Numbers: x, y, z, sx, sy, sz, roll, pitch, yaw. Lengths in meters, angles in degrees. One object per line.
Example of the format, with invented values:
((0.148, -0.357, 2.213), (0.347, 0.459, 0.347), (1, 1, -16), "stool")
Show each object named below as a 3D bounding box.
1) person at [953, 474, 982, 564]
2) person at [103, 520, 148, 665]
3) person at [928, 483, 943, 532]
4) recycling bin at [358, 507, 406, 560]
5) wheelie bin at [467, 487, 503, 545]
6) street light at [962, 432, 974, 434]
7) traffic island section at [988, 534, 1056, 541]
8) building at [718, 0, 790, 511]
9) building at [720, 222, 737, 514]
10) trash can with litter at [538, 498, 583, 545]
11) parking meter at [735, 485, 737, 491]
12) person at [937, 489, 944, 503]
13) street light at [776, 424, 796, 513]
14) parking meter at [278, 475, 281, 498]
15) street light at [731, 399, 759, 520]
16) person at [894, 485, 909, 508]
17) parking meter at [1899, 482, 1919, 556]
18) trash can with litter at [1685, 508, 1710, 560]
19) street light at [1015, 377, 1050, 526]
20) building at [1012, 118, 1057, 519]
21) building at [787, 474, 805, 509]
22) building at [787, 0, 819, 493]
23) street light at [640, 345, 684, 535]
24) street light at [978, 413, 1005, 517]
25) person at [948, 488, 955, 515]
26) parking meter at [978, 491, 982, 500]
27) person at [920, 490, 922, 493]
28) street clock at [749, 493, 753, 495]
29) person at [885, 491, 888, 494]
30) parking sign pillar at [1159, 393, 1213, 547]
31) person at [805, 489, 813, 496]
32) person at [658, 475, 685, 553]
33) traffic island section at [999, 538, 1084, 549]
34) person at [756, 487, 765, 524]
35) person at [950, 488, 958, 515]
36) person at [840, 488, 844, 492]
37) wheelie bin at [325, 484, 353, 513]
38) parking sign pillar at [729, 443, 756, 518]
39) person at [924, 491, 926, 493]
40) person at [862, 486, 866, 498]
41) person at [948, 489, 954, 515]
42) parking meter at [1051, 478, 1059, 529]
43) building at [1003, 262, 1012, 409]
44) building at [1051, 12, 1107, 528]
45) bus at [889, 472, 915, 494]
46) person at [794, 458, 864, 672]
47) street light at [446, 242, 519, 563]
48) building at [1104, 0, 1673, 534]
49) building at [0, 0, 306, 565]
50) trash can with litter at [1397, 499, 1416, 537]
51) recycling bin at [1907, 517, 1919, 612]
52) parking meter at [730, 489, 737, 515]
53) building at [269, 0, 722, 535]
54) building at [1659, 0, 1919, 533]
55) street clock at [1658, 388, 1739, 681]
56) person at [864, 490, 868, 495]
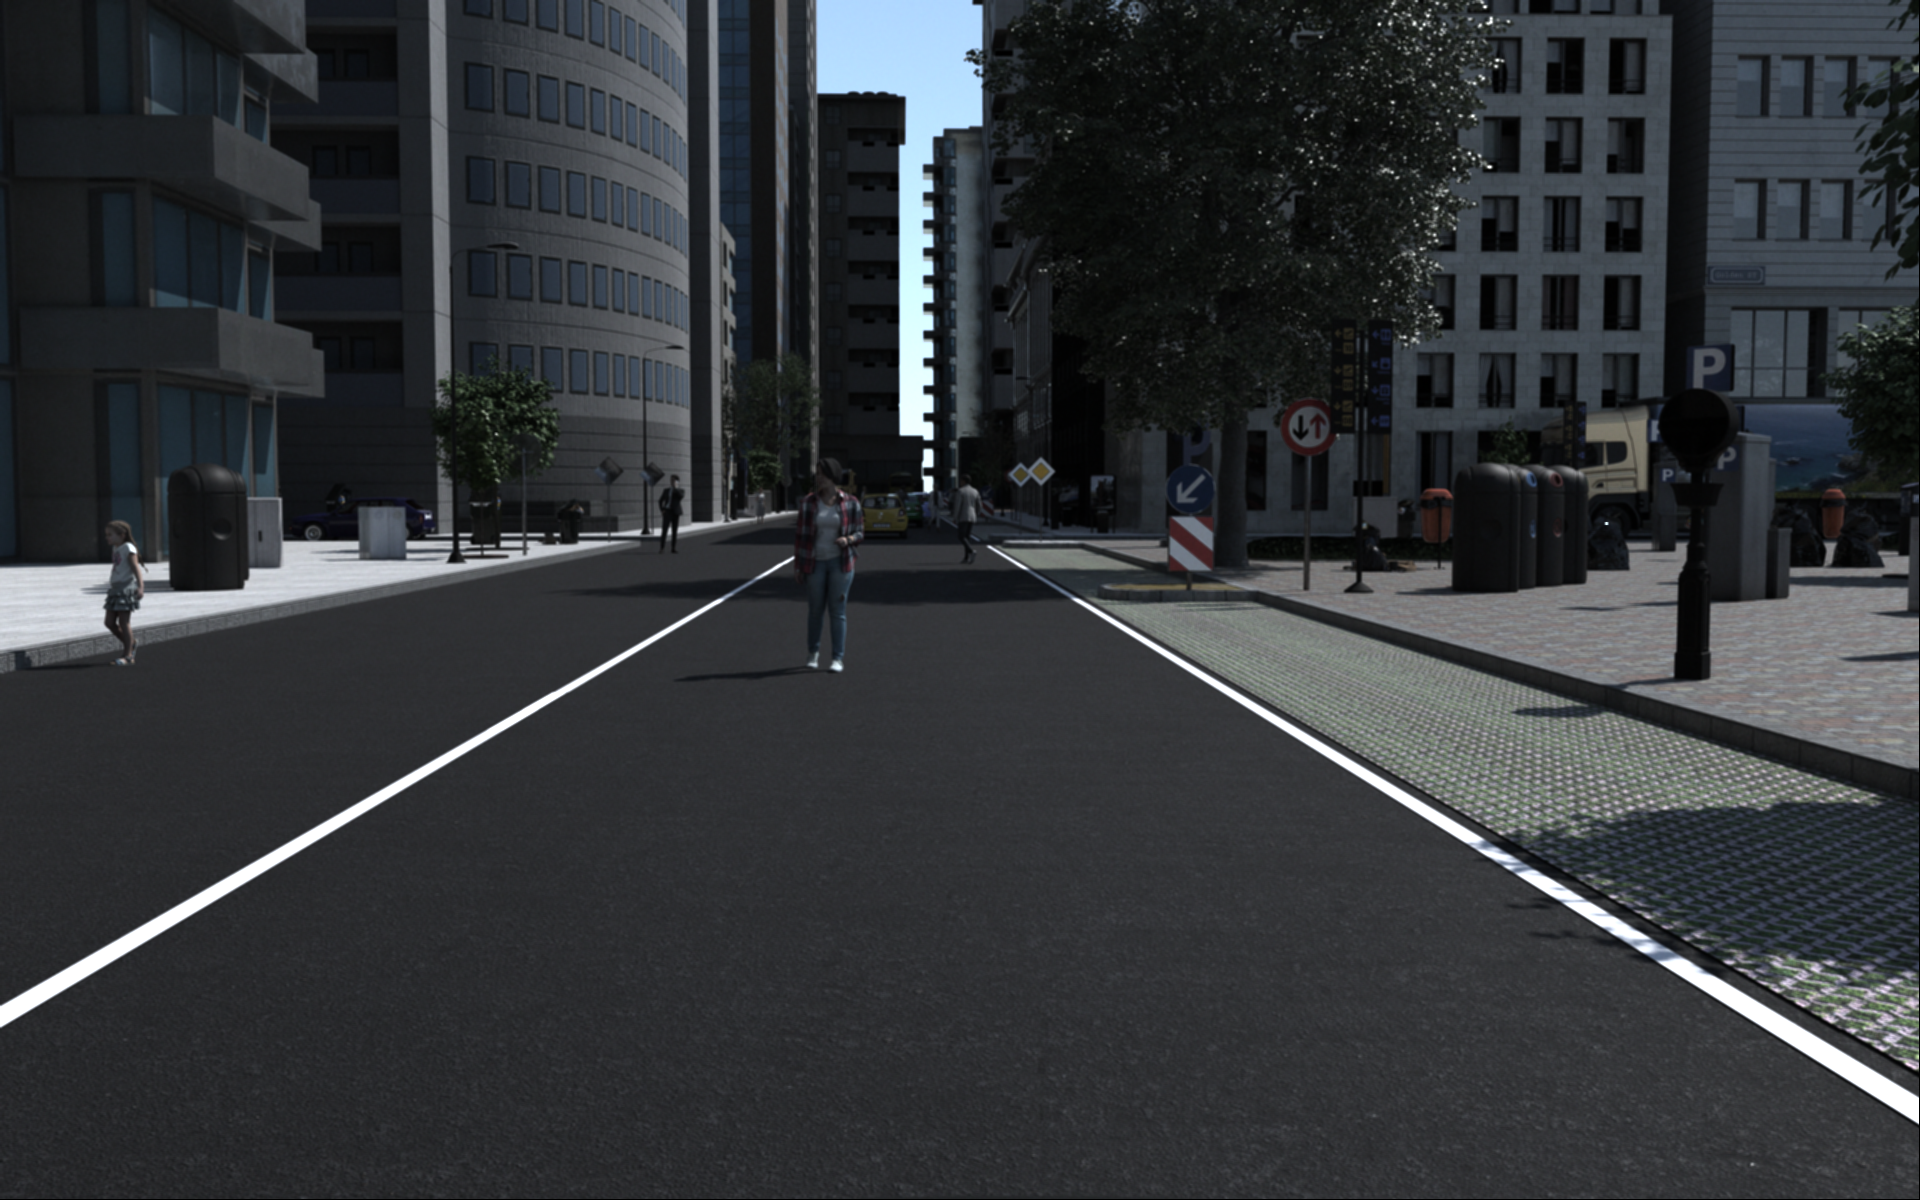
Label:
((0.186, -1.675, 35.734), (0.661, 1.843, 0.795), (-3, 4, -36), "person")
((-6.965, -0.064, 14.561), (0.505, 1.210, 0.382), (3, 4, 36), "person")
((-0.952, -3.494, 65.501), (0.514, 1.842, 0.818), (-2, 4, -28), "person")
((-11.384, -1.320, 34.128), (0.722, 1.027, 0.722), (-3, 4, -37), "recycling bin")
((-12.071, -2.211, 44.056), (0.980, 1.594, 0.693), (1, 4, 12), "wheelie bin")
((0.846, -9.590, 129.332), (1.470, 5.913, 1.316), (0, 4, -2), "street light")
((1.923, -1.966, 54.424), (2.009, 0.180, 2.903), (0, 4, -2), "traffic island section")
((-20.762, -29.674, 135.286), (14.600, 45.320, 14.200), (0, 4, -2), "building")
((-28.734, -15.842, 104.055), (27.650, 21.520, 28.899), (0, 4, -2), "building")
((-10.172, -2.002, 44.122), (1.055, 1.170, 0.624), (-2, 4, -33), "trash can with litter")
((-13.728, -6.160, 106.421), (0.399, 1.863, 0.255), (1, 4, 13), "parking meter")
((-1.508, -6.744, 119.043), (0.678, 1.792, 0.850), (-2, 4, -30), "person")
((-11.547, -8.704, 114.853), (1.470, 5.913, 1.316), (0, 4, -2), "street light")
((-17.712, -2.380, 44.629), (0.399, 1.863, 0.255), (-1, 4, -12), "parking meter")
((-10.487, -6.849, 84.514), (1.470, 5.913, 1.316), (0, 4, -2), "street light")
((-2.355, -3.693, 69.054), (0.592, 1.802, 0.473), (3, 5, 39), "person")
((19.832, -1.697, 36.161), (0.372, 1.533, 0.369), (0, 3, 0), "parking meter")
((10.914, -0.856, 25.382), (0.624, 1.170, 1.055), (1, 4, 18), "trash can with litter")
((2.870, -5.878, 68.651), (1.470, 5.913, 1.316), (0, 4, -2), "street light")
((10.360, -15.387, 93.376), (13.314, 21.916, 24.055), (0, 4, -2), "building")
((-30.338, -28.290, 154.422), (32.217, 40.220, 23.993), (0, 4, -2), "building")
((-26.560, -46.144, 192.709), (20.611, 71.187, 20.563), (0, 4, -2), "building")
((-9.313, -4.993, 54.179), (1.470, 5.913, 1.316), (0, 4, -2), "street light")
((1.896, -7.734, 98.993), (1.470, 5.913, 1.316), (0, 4, -2), "street light")
((-0.500, -6.677, 117.767), (0.767, 1.812, 0.694), (0, 4, -7), "person")
((1.399, -7.108, 124.618), (0.372, 1.533, 0.369), (0, 3, 0), "parking meter")
((-3.897, -10.197, 175.088), (0.709, 1.838, 0.599), (1, 4, 14), "person")
((-13.893, -6.780, 115.420), (0.471, 2.002, 0.358), (-1, 4, -17), "street clock")
((-6.888, -9.185, 159.195), (0.721, 1.766, 1.217), (-2, 4, -24), "person")
((5.583, -3.279, 42.085), (1.447, 3.967, 1.447), (-3, 5, -45), "parking sign pillar")
((-8.952, -5.732, 102.793), (0.524, 1.755, 0.480), (0, 4, 2), "person")
((-6.989, -2.088, 42.008), (0.648, 1.900, 0.474), (-1, 4, -13), "person")
((2.186, -1.478, 46.443), (2.009, 0.180, 2.903), (0, 4, -2), "traffic island section")
((-9.505, -4.498, 82.606), (0.480, 1.755, 0.524), (-2, 4, -26), "person")
((-0.270, -6.119, 108.812), (0.850, 1.792, 0.678), (-2, 4, -31), "person")
((-6.828, -5.621, 100.748), (0.721, 1.781, 0.623), (1, 4, 11), "person")
((-19.093, -2.778, 53.336), (0.980, 1.594, 0.693), (3, 5, 42), "wheelie bin")
((-11.649, -6.372, 92.662), (1.447, 3.967, 1.447), (0, 4, 1), "parking sign pillar")
((-3.926, -11.677, 200.131), (1.217, 1.735, 0.721), (3, 5, 44), "person")
((-5.036, -5.022, 90.496), (0.818, 1.842, 0.514), (-1, 4, -15), "person")
((-0.538, -6.283, 111.711), (0.515, 1.767, 0.782), (0, 4, 8), "person")
((3.448, -3.495, 62.855), (0.255, 1.863, 0.399), (1, 4, 12), "parking meter")
((10.276, -16.888, 117.915), (13.314, 21.916, 24.055), (0, 4, -2), "building")
((10.717, -14.908, 73.424), (12.332, 23.373, 15.834), (0, 4, -2), "building")
((-6.422, -12.206, 191.114), (2.896, 3.916, 12.252), (0, 4, -1), "bus")
((-1.062, -0.290, 14.077), (0.563, 1.720, 0.643), (0, 4, 3), "person")
((-8.840, -3.642, 32.090), (1.470, 5.913, 1.316), (0, 4, -2), "street light")
((14.045, -12.567, 60.224), (16.860, 20.320, 10.420), (0, 4, -2), "building")
((-28.848, -25.125, 30.395), (30.456, 49.044, 23.786), (0, 4, -2), "building")
((10.858, -1.945, 43.193), (0.624, 1.170, 1.055), (-2, 4, -28), "trash can with litter")
((10.780, -0.376, 18.708), (0.722, 1.027, 0.722), (0, 4, 2), "recycling bin")
((-12.529, -5.340, 95.719), (0.372, 1.533, 0.369), (0, 3, 0), "parking meter")
((-21.394, -32.089, 66.659), (21.231, 58.520, 28.212), (0, 4, -2), "building")
((38.441, -17.335, 60.925), (29.804, 29.767, 11.434), (0, 4, -2), "building")
((5.089, -0.453, 11.979), (0.471, 2.002, 0.358), (3, 5, 40), "street clock")
((-4.208, -4.128, 77.804), (0.330, 1.601, 0.589), (0, 4, 3), "person")
